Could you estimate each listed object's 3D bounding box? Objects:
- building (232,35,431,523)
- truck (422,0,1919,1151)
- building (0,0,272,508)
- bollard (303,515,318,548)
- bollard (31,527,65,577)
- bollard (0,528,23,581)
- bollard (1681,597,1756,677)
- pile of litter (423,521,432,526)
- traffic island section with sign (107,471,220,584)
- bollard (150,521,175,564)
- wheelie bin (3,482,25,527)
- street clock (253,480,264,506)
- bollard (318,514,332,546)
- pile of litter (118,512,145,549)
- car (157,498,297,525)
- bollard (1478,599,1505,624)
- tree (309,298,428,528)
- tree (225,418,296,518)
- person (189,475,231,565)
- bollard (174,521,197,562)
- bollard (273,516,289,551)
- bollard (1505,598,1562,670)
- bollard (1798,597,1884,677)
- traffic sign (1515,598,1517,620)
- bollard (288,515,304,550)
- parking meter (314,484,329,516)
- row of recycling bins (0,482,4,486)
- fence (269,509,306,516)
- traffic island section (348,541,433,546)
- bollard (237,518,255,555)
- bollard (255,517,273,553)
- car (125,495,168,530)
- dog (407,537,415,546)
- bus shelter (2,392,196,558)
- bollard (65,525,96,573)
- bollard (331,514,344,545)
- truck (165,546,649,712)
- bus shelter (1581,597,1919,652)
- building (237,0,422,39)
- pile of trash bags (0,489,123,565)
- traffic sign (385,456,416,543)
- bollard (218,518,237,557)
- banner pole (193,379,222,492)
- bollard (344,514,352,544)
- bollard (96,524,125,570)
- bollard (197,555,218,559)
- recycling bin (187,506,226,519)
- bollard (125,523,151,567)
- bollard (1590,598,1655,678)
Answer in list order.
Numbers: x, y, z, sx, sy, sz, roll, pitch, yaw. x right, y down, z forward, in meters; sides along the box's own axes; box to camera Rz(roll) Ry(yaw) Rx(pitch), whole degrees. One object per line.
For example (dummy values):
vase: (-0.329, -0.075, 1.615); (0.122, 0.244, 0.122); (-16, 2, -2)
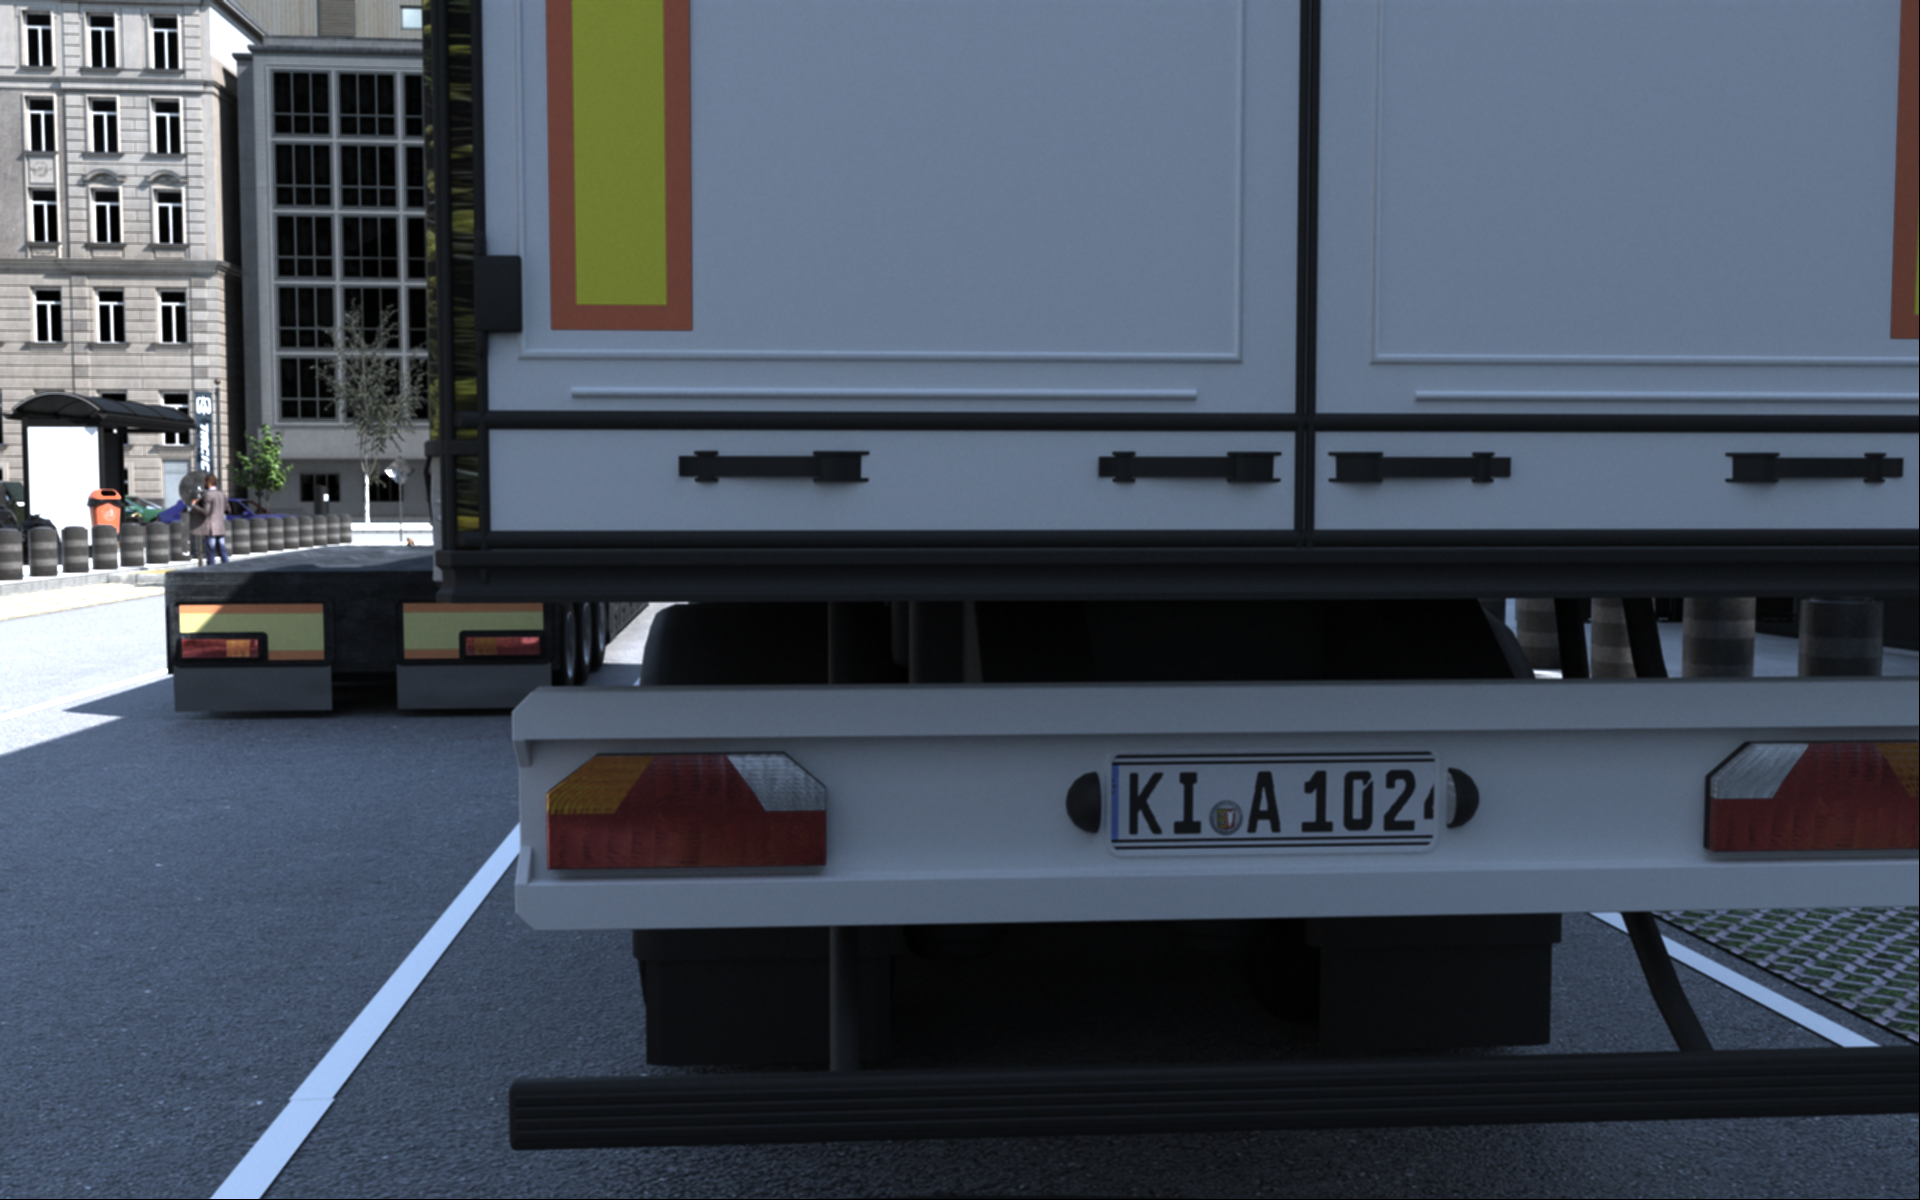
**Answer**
building: (-16.791, -16.068, 81.783); (30.058, 24.678, 14.314); (0, 4, -6)
truck: (0.081, -1.164, 7.951); (2.839, 4.237, 11.283); (0, 4, -4)
building: (-44.121, -17.157, 77.787); (25.104, 27.353, 12.463); (0, 4, -6)
bollard: (-15.673, -1.632, 41.393); (0.404, 0.777, 0.398); (0, 3, 0)
bollard: (-14.268, -0.748, 26.947); (0.404, 0.777, 0.398); (0, 3, 0)
bollard: (-14.151, -0.674, 25.736); (0.404, 0.777, 0.398); (0, 3, 0)
bollard: (4.564, 0.262, 10.427); (0.404, 0.777, 0.398); (0, 3, 0)
pile of litter: (-20.930, -3.428, 70.012); (1.719, 0.858, 1.176); (0, 4, 6)
traffic island section with sign: (-12.661, -1.217, 28.521); (1.989, 1.847, 2.006); (0, 4, -6)
bollard: (-14.732, -1.043, 31.769); (0.404, 0.777, 0.398); (0, 3, 0)
wheelie bin: (-24.247, -2.226, 44.301); (0.693, 1.594, 0.980); (1, 4, 9)
street clock: (-26.628, -3.748, 65.843); (0.358, 2.002, 0.471); (2, 4, 29)
bollard: (-15.790, -1.706, 42.607); (0.404, 0.777, 0.398); (0, 3, 0)
pile of litter: (-19.887, -1.662, 41.139); (1.176, 0.858, 1.719); (0, 4, 0)
car: (-20.042, -2.164, 47.969); (3.894, 1.354, 1.945); (0, 4, -5)
bollard: (4.214, 0.042, 14.038); (0.404, 0.777, 0.398); (0, 3, 0)
tree: (-22.411, -7.071, 65.981); (4.360, 8.622, 3.978); (0, 3, 0)
tree: (-17.438, -3.010, 43.812); (1.663, 3.219, 1.824); (0, 3, 0)
person: (-11.430, -1.045, 26.400); (0.431, 1.722, 0.655); (1, 4, 20)
bollard: (-14.854, -1.116, 32.964); (0.404, 0.777, 0.398); (0, 3, 0)
bollard: (-15.438, -1.484, 38.975); (0.404, 0.777, 0.398); (0, 3, 0)
bollard: (4.332, 0.115, 12.829); (0.404, 0.777, 0.398); (0, 3, 0)
bollard: (4.680, 0.337, 9.213); (0.404, 0.777, 0.398); (0, 3, 0)
traffic sign: (5.678, -1.073, 17.542); (0.884, 2.594, 0.081); (0, 4, 0)
bollard: (-15.556, -1.558, 40.184); (0.404, 0.777, 0.398); (0, 3, 0)
parking meter: (-16.889, -2.288, 45.824); (0.372, 1.533, 0.369); (0, 3, 0)
row of recycling bins: (-24.352, -2.048, 40.601); (3.534, 1.692, 1.069); (-2, 4, -34)
fence: (-27.556, -3.359, 70.298); (2.069, 0.683, 0.278); (0, 4, -2)
traffic island section: (-14.601, -1.401, 45.188); (2.009, 0.180, 2.903); (0, 4, -6)
bollard: (-15.202, -1.336, 36.552); (0.404, 0.777, 0.398); (0, 3, 0)
bollard: (-15.318, -1.411, 37.779); (0.404, 0.777, 0.398); (0, 3, 0)
car: (-26.414, -2.617, 54.590); (4.920, 1.459, 2.131); (0, 4, -6)
dog: (-13.075, -1.277, 41.075); (0.550, 0.427, 0.748); (0, 4, 5)
bus shelter: (-18.112, -2.634, 36.997); (2.014, 3.302, 5.546); (0, 4, -5)
bollard: (-14.388, -0.822, 28.164); (0.404, 0.777, 0.398); (0, 3, 0)
bollard: (-15.902, -1.779, 43.807); (0.404, 0.777, 0.398); (0, 3, 0)
truck: (-4.746, -1.864, 20.230); (2.967, 4.110, 18.799); (0, 4, -6)
bus shelter: (6.829, -1.404, 14.236); (1.731, 3.624, 6.357); (0, 4, -5)
building: (-51.849, -33.908, 143.632); (28.713, 52.752, 27.495); (0, 4, -6)
pile of trash bags: (-16.968, -1.332, 31.537); (1.912, 1.369, 3.447); (3, 4, 36)
traffic sign: (-14.578, -2.537, 45.128); (0.795, 2.450, 0.064); (0, 4, -6)
bollard: (-15.082, -1.262, 35.357); (0.404, 0.777, 0.398); (0, 3, 0)
banner pole: (-16.197, -2.902, 37.460); (0.401, 3.779, 0.863); (2, 4, 24)
bollard: (-16.020, -1.852, 45.003); (0.404, 0.777, 0.398); (0, 3, 0)
bollard: (-14.499, -0.896, 29.360); (0.404, 0.777, 0.398); (0, 3, 0)
bollard: (-14.970, -1.189, 34.160); (0.404, 0.777, 0.398); (0, 3, 0)
recycling bin: (-19.402, -1.962, 44.625); (0.722, 1.027, 0.722); (3, 5, 44)
bollard: (-14.618, -0.970, 30.572); (0.404, 0.777, 0.398); (0, 3, 0)
bollard: (4.449, 0.189, 11.629); (0.404, 0.777, 0.398); (0, 3, 0)
